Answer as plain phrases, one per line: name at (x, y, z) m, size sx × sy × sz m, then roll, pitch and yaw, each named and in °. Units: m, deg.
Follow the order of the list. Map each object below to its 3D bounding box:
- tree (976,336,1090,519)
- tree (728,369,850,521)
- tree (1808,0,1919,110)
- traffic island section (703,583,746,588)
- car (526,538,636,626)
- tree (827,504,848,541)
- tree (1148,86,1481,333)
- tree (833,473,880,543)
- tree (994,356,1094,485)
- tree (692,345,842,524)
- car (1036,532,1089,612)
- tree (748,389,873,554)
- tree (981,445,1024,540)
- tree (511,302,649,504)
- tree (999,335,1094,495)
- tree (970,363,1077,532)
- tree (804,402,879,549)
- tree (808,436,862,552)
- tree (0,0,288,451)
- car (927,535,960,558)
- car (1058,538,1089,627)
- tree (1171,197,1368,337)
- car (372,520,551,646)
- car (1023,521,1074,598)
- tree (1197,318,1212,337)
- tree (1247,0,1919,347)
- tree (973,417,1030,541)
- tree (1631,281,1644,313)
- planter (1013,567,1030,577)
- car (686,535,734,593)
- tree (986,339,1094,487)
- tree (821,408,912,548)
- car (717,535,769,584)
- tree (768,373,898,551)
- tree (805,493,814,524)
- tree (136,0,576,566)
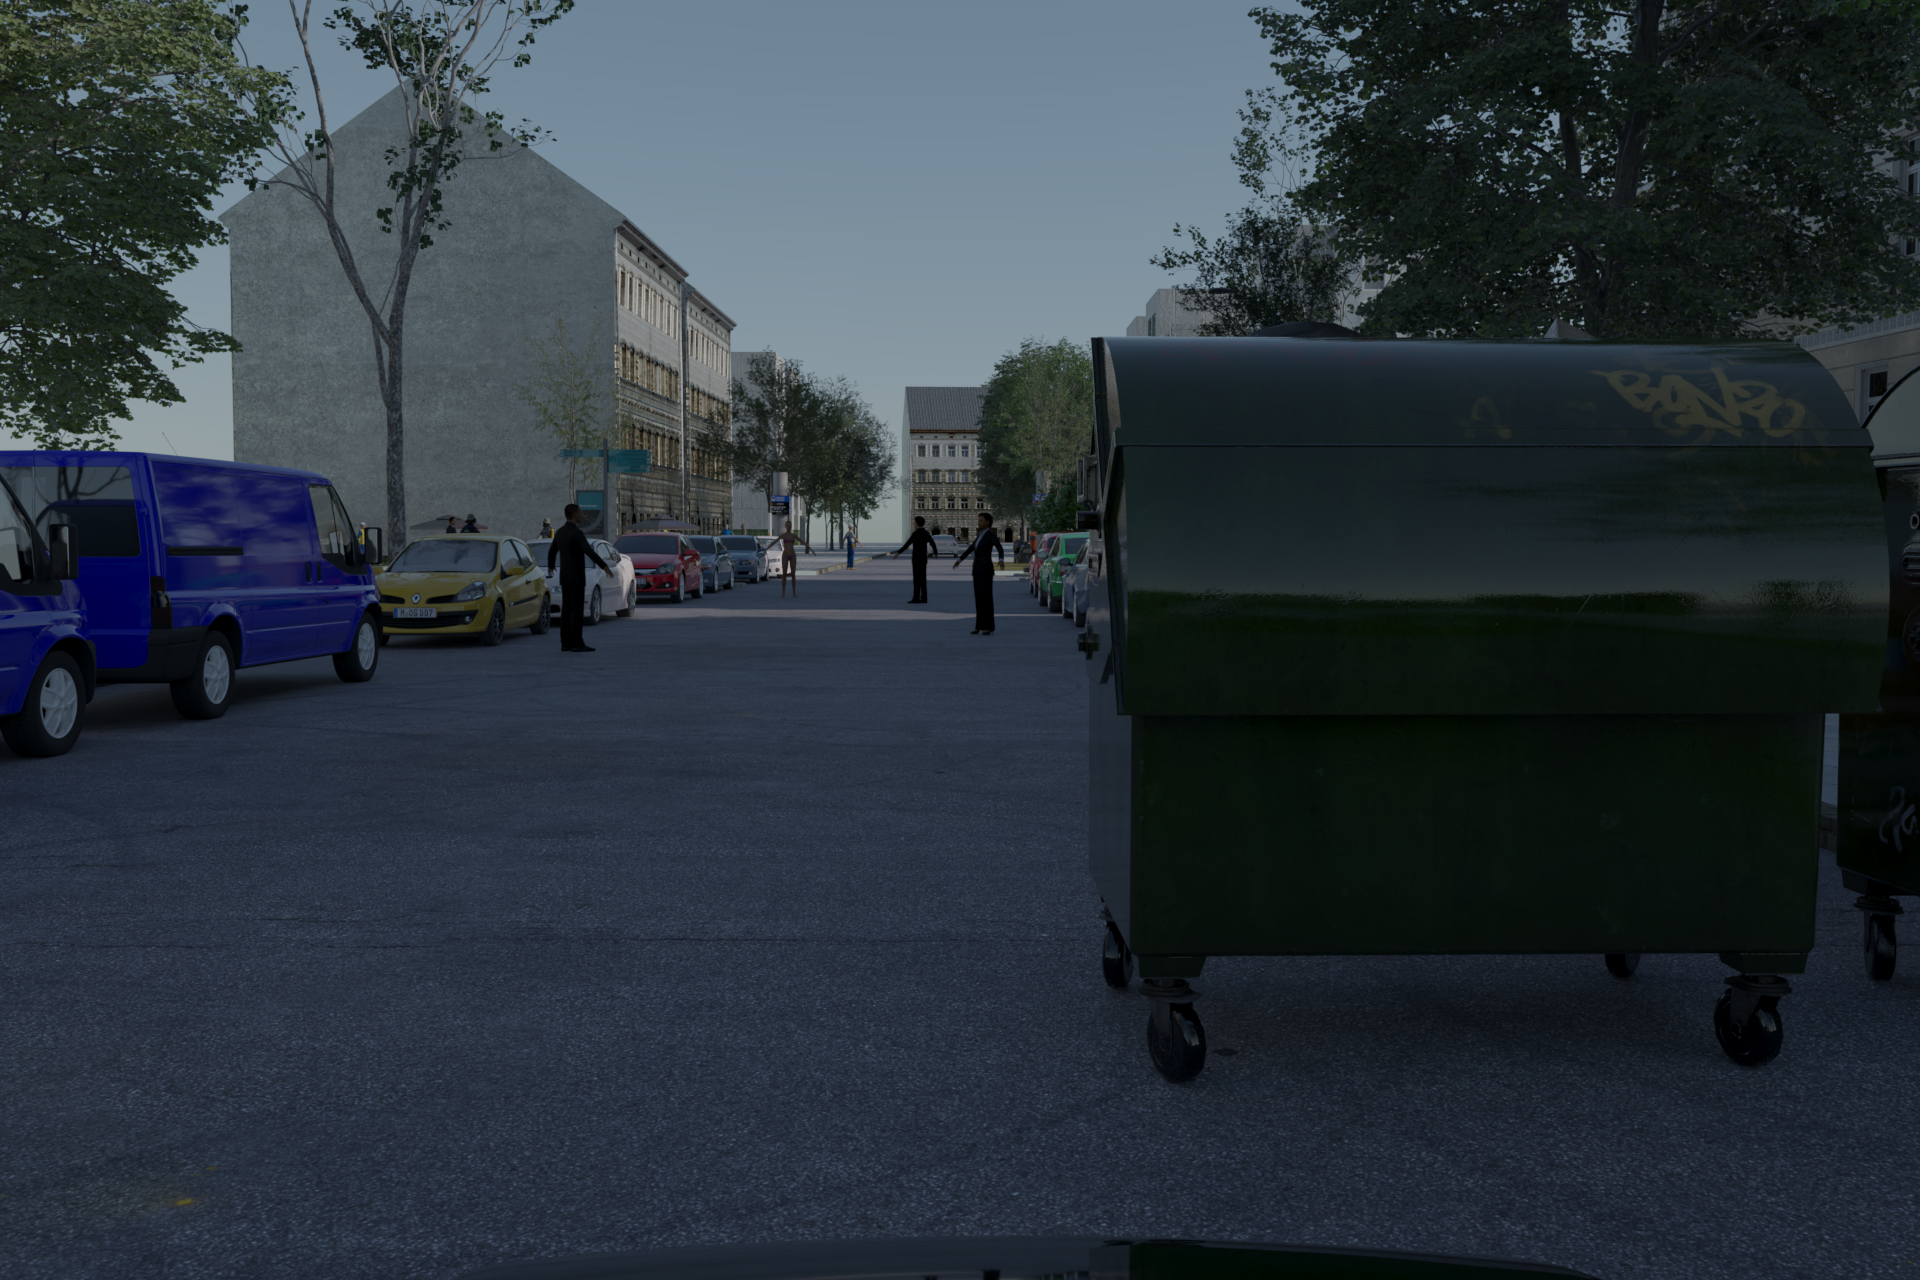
tree at (5.626, -12.462, 110.411) m, size 9.857 × 13.997 × 8.962 m, roll 0°, pitch 3°, yaw 0°
tree at (-9.970, -9.991, 97.759) m, size 8.767 × 10.594 × 7.601 m, roll 3°, pitch 4°, yaw 37°
tree at (9.222, -5.198, 10.739) m, size 9.928 × 11.665 × 9.643 m, roll 0°, pitch 3°, yaw 0°
traffic island section at (-6.872, -1.485, 47.149) m, size 1.991 × 0.108 × 1.994 m, roll 0°, pitch 3°, yaw 0°
car at (-6.594, -0.994, 28.620) m, size 2.083 × 1.381 × 4.827 m, roll 0°, pitch 4°, yaw 1°
tree at (-17.796, -18.829, 258.210) m, size 4.360 × 8.622 × 3.978 m, roll 0°, pitch 3°, yaw 0°
tree at (14.924, -13.375, 74.566) m, size 12.611 × 20.169 × 13.585 m, roll 0°, pitch 3°, yaw 0°
tree at (-15.111, -19.908, 251.253) m, size 9.928 × 11.665 × 9.643 m, roll 0°, pitch 3°, yaw 0°
tree at (6.009, -10.682, 100.410) m, size 9.928 × 11.665 × 9.643 m, roll 0°, pitch 3°, yaw 0°
tree at (-9.650, -9.284, 86.201) m, size 8.767 × 10.594 × 7.601 m, roll 1°, pitch 4°, yaw 15°
car at (2.473, -1.484, 33.061) m, size 1.959 × 1.807 × 4.718 m, roll 0°, pitch 4°, yaw -1°
tree at (-9.857, -10.802, 111.028) m, size 8.767 × 10.594 × 7.601 m, roll 0°, pitch 4°, yaw -5°
tree at (5.273, -13.703, 149.800) m, size 9.928 × 11.665 × 9.643 m, roll 0°, pitch 3°, yaw 0°
tree at (-12.689, -6.459, 55.962) m, size 4.360 × 8.622 × 3.978 m, roll 0°, pitch 3°, yaw 0°
tree at (3.403, -6.944, 63.890) m, size 4.360 × 8.622 × 3.978 m, roll 0°, pitch 3°, yaw 0°
tree at (5.257, -13.299, 124.090) m, size 9.857 × 13.997 × 8.962 m, roll 0°, pitch 3°, yaw 0°
tree at (-10.382, -13.928, 145.857) m, size 7.486 × 12.596 × 7.792 m, roll 0°, pitch 3°, yaw 0°
tree at (-9.337, -10.613, 123.878) m, size 4.737 × 8.622 × 4.395 m, roll 0°, pitch 3°, yaw 0°
tree at (-12.795, -6.373, 22.320) m, size 7.486 × 12.596 × 7.792 m, roll 0°, pitch 3°, yaw 0°
car at (-1.037, -5.711, 105.741) m, size 2.083 × 1.381 × 4.827 m, roll 0°, pitch 4°, yaw 0°
car at (2.619, -0.975, 27.942) m, size 2.014 × 1.417 × 4.499 m, roll 0°, pitch 4°, yaw 0°
tree at (8.670, -7.001, 48.879) m, size 7.601 × 10.594 × 8.767 m, roll -1°, pitch 4°, yaw -20°
car at (-6.748, -0.804, 23.365) m, size 2.015 × 1.641 × 3.980 m, roll 0°, pitch 4°, yaw 0°
car at (2.558, -1.921, 40.454) m, size 2.155 × 1.783 × 4.494 m, roll 0°, pitch 4°, yaw 0°
tree at (9.058, -6.698, 59.869) m, size 4.737 × 8.622 × 4.395 m, roll 0°, pitch 3°, yaw 0°
tree at (8.766, -7.141, 23.410) m, size 9.857 × 13.997 × 8.962 m, roll 0°, pitch 3°, yaw 0°
tree at (5.869, -15.529, 160.553) m, size 9.857 × 13.997 × 8.962 m, roll 0°, pitch 3°, yaw 0°
tree at (27.250, -9.021, 65.621) m, size 7.486 × 12.596 × 7.792 m, roll 0°, pitch 3°, yaw 0°
planter at (2.817, -2.302, 58.780) m, size 1.991 × 0.319 × 1.994 m, roll 0°, pitch 4°, yaw -1°
car at (-6.754, -1.927, 43.506) m, size 2.014 × 1.417 × 4.499 m, roll 0°, pitch 4°, yaw 1°
tree at (5.415, -10.094, 90.800) m, size 9.928 × 11.665 × 9.643 m, roll 0°, pitch 3°, yaw 0°
tree at (-9.972, -15.374, 161.733) m, size 12.009 × 13.543 × 11.850 m, roll 0°, pitch 3°, yaw 0°
car at (-6.697, -2.415, 51.493) m, size 2.014 × 1.417 × 4.499 m, roll 0°, pitch 4°, yaw 0°
tree at (-9.764, -13.565, 132.159) m, size 12.009 × 13.543 × 11.850 m, roll 0°, pitch 3°, yaw 0°
tree at (-24.204, -20.413, 251.875) m, size 7.486 × 12.596 × 7.792 m, roll 0°, pitch 3°, yaw 0°
tree at (-13.688, -11.153, 38.246) m, size 12.611 × 20.169 × 13.585 m, roll 0°, pitch 3°, yaw 0°
